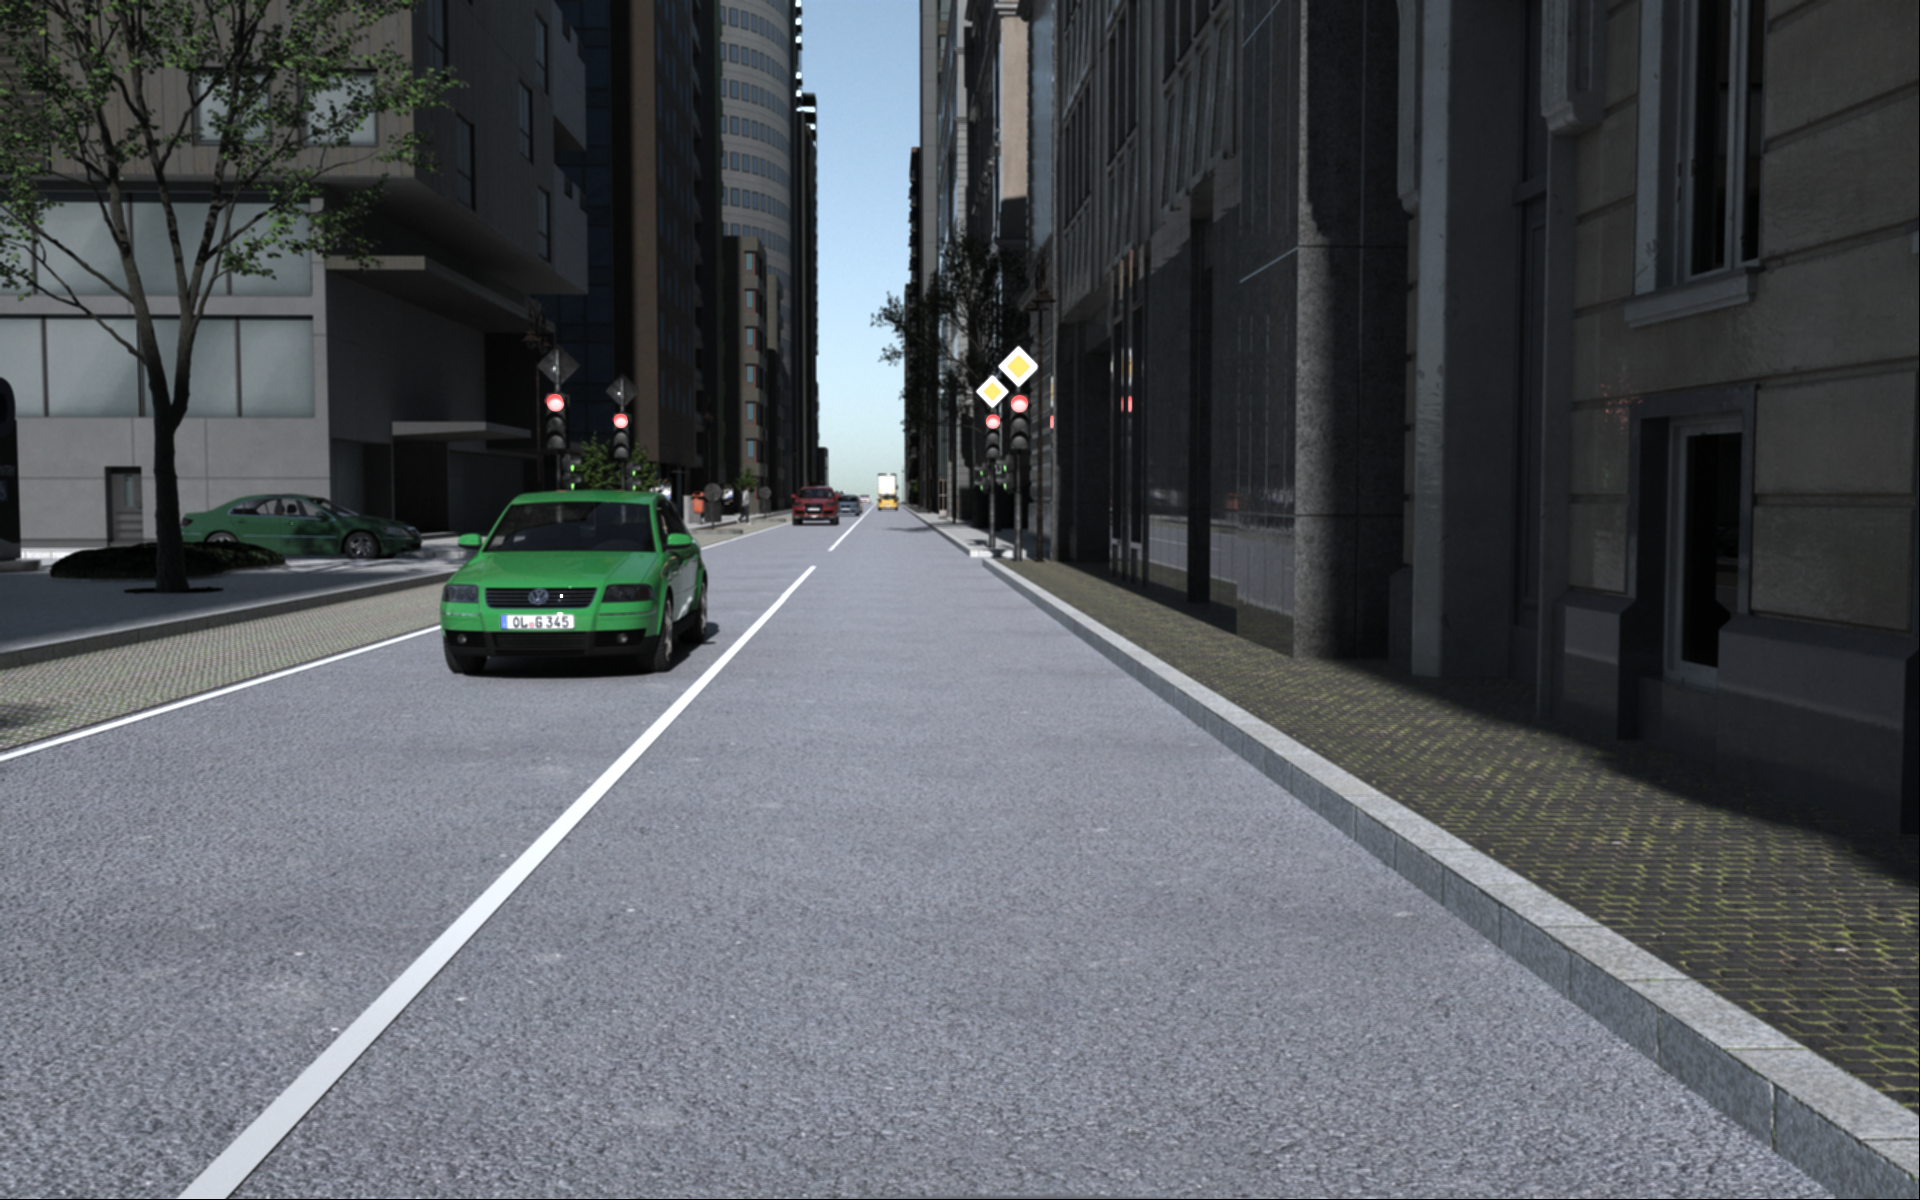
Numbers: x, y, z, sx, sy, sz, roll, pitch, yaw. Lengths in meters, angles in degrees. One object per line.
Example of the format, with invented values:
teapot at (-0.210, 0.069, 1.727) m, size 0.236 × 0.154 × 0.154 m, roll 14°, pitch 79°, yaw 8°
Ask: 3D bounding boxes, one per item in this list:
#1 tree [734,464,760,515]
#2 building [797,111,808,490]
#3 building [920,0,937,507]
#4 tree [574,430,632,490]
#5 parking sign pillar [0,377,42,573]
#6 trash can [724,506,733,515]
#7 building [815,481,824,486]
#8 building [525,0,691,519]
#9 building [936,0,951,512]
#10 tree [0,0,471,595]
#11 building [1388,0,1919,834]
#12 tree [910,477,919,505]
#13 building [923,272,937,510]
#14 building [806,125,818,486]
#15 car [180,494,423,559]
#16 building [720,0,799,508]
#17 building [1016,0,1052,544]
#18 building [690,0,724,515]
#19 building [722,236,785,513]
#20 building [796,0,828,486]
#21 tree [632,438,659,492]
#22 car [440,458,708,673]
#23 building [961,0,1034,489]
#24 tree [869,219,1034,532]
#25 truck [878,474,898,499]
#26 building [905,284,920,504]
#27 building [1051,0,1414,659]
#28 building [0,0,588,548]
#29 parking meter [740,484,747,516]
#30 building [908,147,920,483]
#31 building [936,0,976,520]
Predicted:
tree at (-13.377, -7.003, 109.107) m, size 1.663 × 3.219 × 1.824 m, roll 0°, pitch 3°, yaw 0°
building at (-23.178, -30.319, 179.309) m, size 14.154 × 41.232 × 14.086 m, roll 0°, pitch 4°, yaw -2°
building at (6.396, -38.870, 177.522) m, size 21.231 × 58.520 × 28.212 m, roll 0°, pitch 4°, yaw -2°
tree at (-10.912, -3.530, 52.318) m, size 1.663 × 3.219 × 1.824 m, roll 0°, pitch 3°, yaw 0°
parking sign pillar at (-16.066, -2.456, 28.634) m, size 1.447 × 3.967 × 1.447 m, roll 0°, pitch 4°, yaw -7°
trash can at (-14.349, -5.866, 107.569) m, size 0.748 × 1.137 × 0.748 m, roll 0°, pitch 3°, yaw 0°
building at (-34.076, -32.560, 224.244) m, size 32.217 × 40.220 × 23.993 m, roll 0°, pitch 4°, yaw -2°
building at (-20.315, -26.352, 80.963) m, size 14.600 × 45.320 × 14.200 m, roll 0°, pitch 4°, yaw -2°
building at (5.248, -27.106, 126.773) m, size 14.154 × 41.232 × 14.086 m, roll 0°, pitch 4°, yaw -2°
tree at (-10.348, -5.916, 22.480) m, size 9.928 × 11.665 × 9.643 m, roll 0°, pitch 3°, yaw 0°
building at (9.886, -13.269, 2.861) m, size 13.634 × 28.700 × 20.117 m, roll 0°, pitch 4°, yaw -2°
tree at (-5.025, -12.576, 200.214) m, size 1.663 × 3.219 × 1.824 m, roll 0°, pitch 3°, yaw 0°
building at (10.953, -18.643, 149.859) m, size 27.650 × 21.520 × 28.899 m, roll 0°, pitch 4°, yaw -2°
building at (-24.283, -33.965, 205.432) m, size 14.600 × 45.320 × 14.200 m, roll 0°, pitch 4°, yaw -2°
car at (-13.883, -1.515, 36.563) m, size 4.920 × 1.459 × 2.131 m, roll 0°, pitch 4°, yaw -4°
building at (-26.030, -37.647, 157.529) m, size 21.231 × 58.520 × 28.212 m, roll 0°, pitch 4°, yaw -2°
building at (11.446, -13.276, 45.944) m, size 19.941 × 23.489 × 11.050 m, roll 0°, pitch 4°, yaw -2°
building at (-21.780, -25.661, 103.146) m, size 14.154 × 41.232 × 14.086 m, roll 0°, pitch 4°, yaw -2°
building at (-27.943, -17.432, 130.047) m, size 27.650 × 21.520 × 28.899 m, roll 0°, pitch 4°, yaw -2°
building at (-30.322, -57.398, 251.132) m, size 22.319 × 86.520 × 31.000 m, roll 0°, pitch 4°, yaw -2°
tree at (-11.101, -3.938, 58.987) m, size 1.663 × 3.219 × 1.824 m, roll 0°, pitch 3°, yaw 0°
car at (-3.282, -0.397, 15.280) m, size 1.959 × 1.807 × 4.718 m, roll 0°, pitch 4°, yaw -3°
building at (7.297, -17.702, 75.338) m, size 13.634 × 28.700 × 20.117 m, roll 0°, pitch 4°, yaw -2°
tree at (0.966, -7.636, 59.253) m, size 7.601 × 10.594 × 8.767 m, roll 1°, pitch 4°, yaw 22°
truck at (-10.210, -15.600, 243.972) m, size 2.839 × 4.237 × 11.283 m, roll 0°, pitch 4°, yaw -1°
building at (-0.597, -28.522, 238.036) m, size 14.160 × 30.474 × 14.107 m, roll 0°, pitch 4°, yaw -2°
building at (8.170, -12.532, 22.913) m, size 12.078 × 24.808 × 19.932 m, roll 0°, pitch 4°, yaw -2°
building at (-26.660, -28.281, 51.642) m, size 28.713 × 52.752 × 27.495 m, roll 0°, pitch 4°, yaw -2°
parking meter at (-12.775, -5.911, 102.353) m, size 0.255 × 1.863 × 0.399 m, roll -3°, pitch 4°, yaw -38°
building at (4.740, -34.332, 215.952) m, size 22.147 × 44.769 × 28.867 m, roll 0°, pitch 4°, yaw -2°
building at (4.622, -19.751, 100.424) m, size 11.434 × 29.767 × 29.804 m, roll 0°, pitch 4°, yaw -2°
